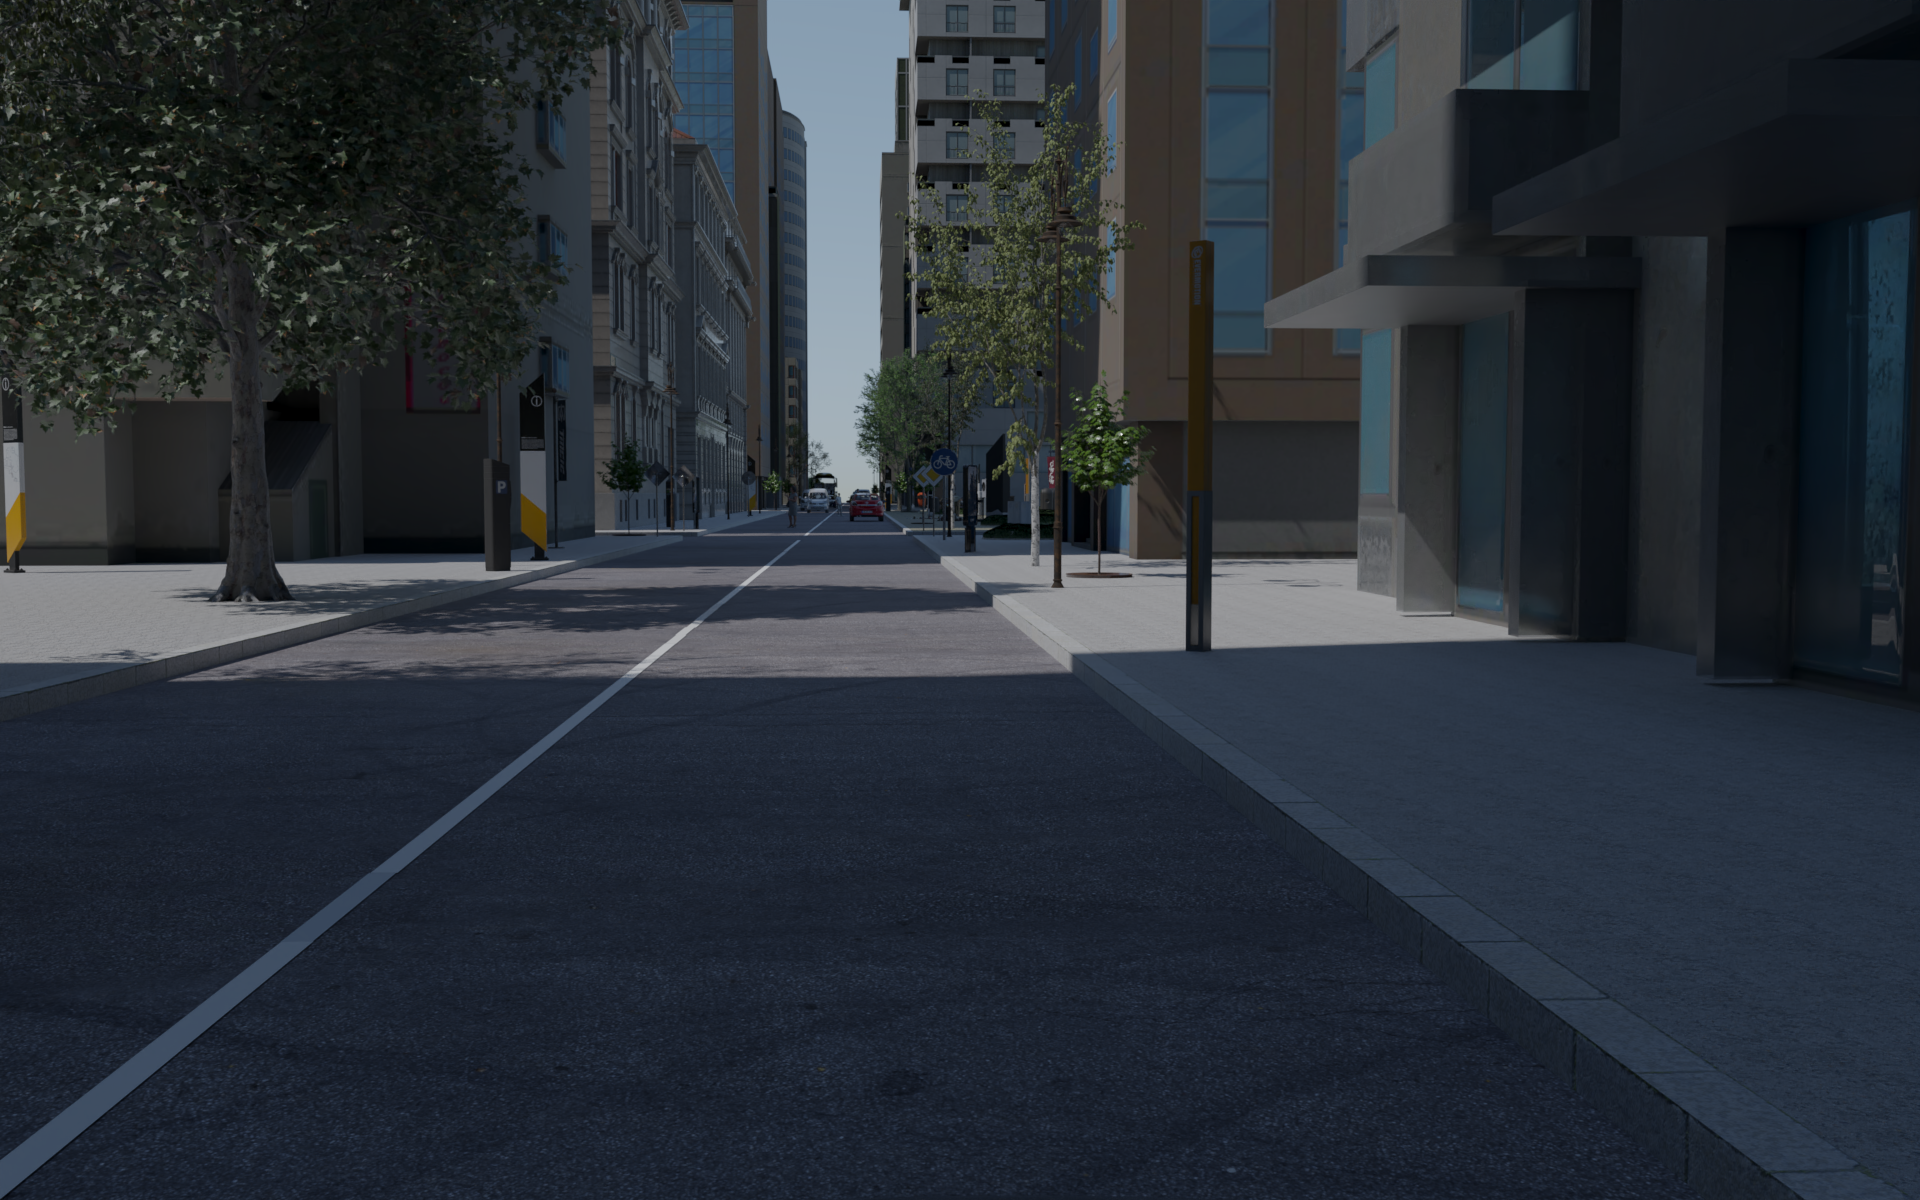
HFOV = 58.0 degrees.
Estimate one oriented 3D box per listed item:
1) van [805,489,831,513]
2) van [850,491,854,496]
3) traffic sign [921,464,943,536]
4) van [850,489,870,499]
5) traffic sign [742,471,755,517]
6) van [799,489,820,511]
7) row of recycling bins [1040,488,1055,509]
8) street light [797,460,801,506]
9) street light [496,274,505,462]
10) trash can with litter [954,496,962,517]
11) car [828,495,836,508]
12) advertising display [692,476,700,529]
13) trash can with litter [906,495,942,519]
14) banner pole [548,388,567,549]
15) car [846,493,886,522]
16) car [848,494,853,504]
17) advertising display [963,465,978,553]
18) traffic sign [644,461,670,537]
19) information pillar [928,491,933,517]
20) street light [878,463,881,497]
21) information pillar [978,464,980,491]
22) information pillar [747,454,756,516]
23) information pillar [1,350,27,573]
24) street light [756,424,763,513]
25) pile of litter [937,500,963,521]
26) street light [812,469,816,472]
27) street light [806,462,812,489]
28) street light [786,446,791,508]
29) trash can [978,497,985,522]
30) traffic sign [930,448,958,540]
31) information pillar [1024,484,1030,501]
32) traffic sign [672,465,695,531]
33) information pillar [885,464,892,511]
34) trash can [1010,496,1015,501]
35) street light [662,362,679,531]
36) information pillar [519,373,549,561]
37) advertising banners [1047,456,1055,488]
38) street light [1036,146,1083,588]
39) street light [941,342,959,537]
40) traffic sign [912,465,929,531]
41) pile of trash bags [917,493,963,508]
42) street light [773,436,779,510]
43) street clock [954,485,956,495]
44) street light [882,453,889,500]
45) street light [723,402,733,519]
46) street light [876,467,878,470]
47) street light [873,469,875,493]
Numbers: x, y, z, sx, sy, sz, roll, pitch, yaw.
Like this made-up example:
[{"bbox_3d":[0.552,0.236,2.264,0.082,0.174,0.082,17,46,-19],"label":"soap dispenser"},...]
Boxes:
[{"bbox_3d":[-10.935,-7.731,133.407,2.013,2.044,4.112,0,4,-3],"label":"van"},{"bbox_3d":[-15.423,-15.419,259.114,2.013,2.044,4.112,0,4,-4],"label":"van"},{"bbox_3d":[-0.796,-2.981,52.379,0.795,2.450,0.064,0,4,-3],"label":"traffic sign"},{"bbox_3d":[-8.463,-8.707,149.377,2.013,2.044,4.112,0,4,-5],"label":"van"},{"bbox_3d":[-11.869,-5.938,97.190,0.768,2.556,0.104,0,4,0],"label":"traffic sign"},{"bbox_3d":[-12.919,-8.732,149.773,2.013,2.044,4.112,0,4,-3],"label":"van"},{"bbox_3d":[6.221,-6.720,116.982,1.069,1.692,3.534,1,4,17],"label":"row of recycling bins"},{"bbox_3d":[-17.711,-13.328,190.695,0.468,5.910,1.993,0,4,-3],"label":"street light"},{"bbox_3d":[-8.203,-3.549,30.815,0.468,5.910,1.993,0,4,-3],"label":"street light"},{"bbox_3d":[-0.308,-5.329,98.521,0.624,1.170,1.055,1,4,22],"label":"trash can with litter"},{"bbox_3d":[-13.730,-10.221,179.685,1.945,1.354,3.894,0,4,-4],"label":"car"},{"bbox_3d":[-9.695,-3.571,63.595,0.123,1.923,0.974,-1,4,-17],"label":"advertising display"},{"bbox_3d":[-1.717,-4.792,89.406,2.233,1.210,1.678,-1,4,-9],"label":"trash can with litter"},{"bbox_3d":[-9.403,-3.097,40.660,0.401,3.779,0.863,-3,4,-37],"label":"banner pole"},{"bbox_3d":[-4.972,-5.067,91.887,2.155,1.783,4.494,0,4,-4],"label":"car"},{"bbox_3d":[-14.442,-14.002,239.157,2.015,1.641,3.980,0,4,-4],"label":"car"},{"bbox_3d":[0.227,-2.023,38.296,0.123,1.923,0.974,1,4,13],"label":"advertising display"},{"bbox_3d":[-9.077,-2.952,51.909,0.795,2.450,0.064,0,4,-3],"label":"traffic sign"},{"bbox_3d":[-1.670,-5.688,97.494,0.304,2.012,0.304,0,4,-5],"label":"information pillar"},{"bbox_3d":[-8.230,-12.963,184.731,0.468,5.910,1.993,0,4,-3],"label":"street light"},{"bbox_3d":[1.465,-8.726,134.020,0.183,3.616,0.504,0,4,-8],"label":"information pillar"},{"bbox_3d":[-12.224,-6.729,101.379,0.504,3.616,0.183,-1,4,-9],"label":"information pillar"},{"bbox_3d":[-15.336,-2.245,28.061,0.504,3.616,0.183,2,4,35],"label":"information pillar"},{"bbox_3d":[-13.229,-8.656,114.315,0.468,5.910,1.993,0,4,-3],"label":"street light"},{"bbox_3d":[-0.484,-4.174,82.206,1.176,0.858,1.719,-3,4,-37],"label":"pile of litter"},{"bbox_3d":[-21.080,-16.726,246.250,0.468,5.910,1.993,0,4,-3],"label":"street light"},{"bbox_3d":[-19.397,-15.093,219.561,0.468,5.910,1.993,0,4,-3],"label":"street light"},{"bbox_3d":[-16.188,-11.693,163.963,0.468,5.910,1.993,0,4,-3],"label":"street light"},{"bbox_3d":[0.805,-4.183,80.045,0.748,1.137,0.748,0,3,0],"label":"trash can"},{"bbox_3d":[-0.438,-2.933,48.056,0.768,2.556,0.104,0,3,0],"label":"traffic sign"},{"bbox_3d":[4.860,-7.409,125.631,0.304,2.012,0.304,1,4,18],"label":"information pillar"},{"bbox_3d":[-9.551,-3.440,59.880,0.795,2.450,0.064,0,4,-3],"label":"traffic sign"},{"bbox_3d":[-5.577,-8.761,134.593,0.504,3.616,0.183,-1,4,-10],"label":"information pillar"},{"bbox_3d":[3.949,-7.576,135.525,0.748,1.137,0.748,0,3,0],"label":"trash can"},{"bbox_3d":[-10.087,-5.370,60.595,0.468,5.910,1.993,0,4,-3],"label":"street light"},{"bbox_3d":[-8.213,-2.570,33.382,0.504,3.616,0.183,-1,4,-10],"label":"information pillar"},{"bbox_3d":[4.769,-5.112,79.767,0.090,3.025,2.074,-3,5,-44],"label":"advertising banners"},{"bbox_3d":[1.336,-3.103,23.524,0.468,5.910,1.993,0,4,-3],"label":"street light"},{"bbox_3d":[-0.318,-4.823,51.640,0.468,5.910,1.993,0,4,-3],"label":"street light"},{"bbox_3d":[-1.270,-3.468,60.350,0.795,2.450,0.064,0,4,-3],"label":"traffic sign"},{"bbox_3d":[-1.119,-6.304,112.820,3.447,1.369,1.912,1,4,11],"label":"pile of trash bags"},{"bbox_3d":[-14.593,-10.060,137.269,0.468,5.910,1.993,0,4,-3],"label":"street light"},{"bbox_3d":[-0.469,-7.816,132.364,0.358,2.002,0.471,0,4,-6],"label":"street clock"},{"bbox_3d":[-6.645,-11.316,157.806,0.468,5.910,1.993,0,4,-3],"label":"street light"},{"bbox_3d":[-11.691,-7.003,87.289,0.468,5.910,1.993,0,4,-3],"label":"street light"},{"bbox_3d":[-9.853,-14.596,211.424,0.468,5.910,1.993,0,4,-3],"label":"street light"},{"bbox_3d":[-11.535,-16.401,240.938,0.468,5.910,1.993,0,4,-3],"label":"street light"}]
